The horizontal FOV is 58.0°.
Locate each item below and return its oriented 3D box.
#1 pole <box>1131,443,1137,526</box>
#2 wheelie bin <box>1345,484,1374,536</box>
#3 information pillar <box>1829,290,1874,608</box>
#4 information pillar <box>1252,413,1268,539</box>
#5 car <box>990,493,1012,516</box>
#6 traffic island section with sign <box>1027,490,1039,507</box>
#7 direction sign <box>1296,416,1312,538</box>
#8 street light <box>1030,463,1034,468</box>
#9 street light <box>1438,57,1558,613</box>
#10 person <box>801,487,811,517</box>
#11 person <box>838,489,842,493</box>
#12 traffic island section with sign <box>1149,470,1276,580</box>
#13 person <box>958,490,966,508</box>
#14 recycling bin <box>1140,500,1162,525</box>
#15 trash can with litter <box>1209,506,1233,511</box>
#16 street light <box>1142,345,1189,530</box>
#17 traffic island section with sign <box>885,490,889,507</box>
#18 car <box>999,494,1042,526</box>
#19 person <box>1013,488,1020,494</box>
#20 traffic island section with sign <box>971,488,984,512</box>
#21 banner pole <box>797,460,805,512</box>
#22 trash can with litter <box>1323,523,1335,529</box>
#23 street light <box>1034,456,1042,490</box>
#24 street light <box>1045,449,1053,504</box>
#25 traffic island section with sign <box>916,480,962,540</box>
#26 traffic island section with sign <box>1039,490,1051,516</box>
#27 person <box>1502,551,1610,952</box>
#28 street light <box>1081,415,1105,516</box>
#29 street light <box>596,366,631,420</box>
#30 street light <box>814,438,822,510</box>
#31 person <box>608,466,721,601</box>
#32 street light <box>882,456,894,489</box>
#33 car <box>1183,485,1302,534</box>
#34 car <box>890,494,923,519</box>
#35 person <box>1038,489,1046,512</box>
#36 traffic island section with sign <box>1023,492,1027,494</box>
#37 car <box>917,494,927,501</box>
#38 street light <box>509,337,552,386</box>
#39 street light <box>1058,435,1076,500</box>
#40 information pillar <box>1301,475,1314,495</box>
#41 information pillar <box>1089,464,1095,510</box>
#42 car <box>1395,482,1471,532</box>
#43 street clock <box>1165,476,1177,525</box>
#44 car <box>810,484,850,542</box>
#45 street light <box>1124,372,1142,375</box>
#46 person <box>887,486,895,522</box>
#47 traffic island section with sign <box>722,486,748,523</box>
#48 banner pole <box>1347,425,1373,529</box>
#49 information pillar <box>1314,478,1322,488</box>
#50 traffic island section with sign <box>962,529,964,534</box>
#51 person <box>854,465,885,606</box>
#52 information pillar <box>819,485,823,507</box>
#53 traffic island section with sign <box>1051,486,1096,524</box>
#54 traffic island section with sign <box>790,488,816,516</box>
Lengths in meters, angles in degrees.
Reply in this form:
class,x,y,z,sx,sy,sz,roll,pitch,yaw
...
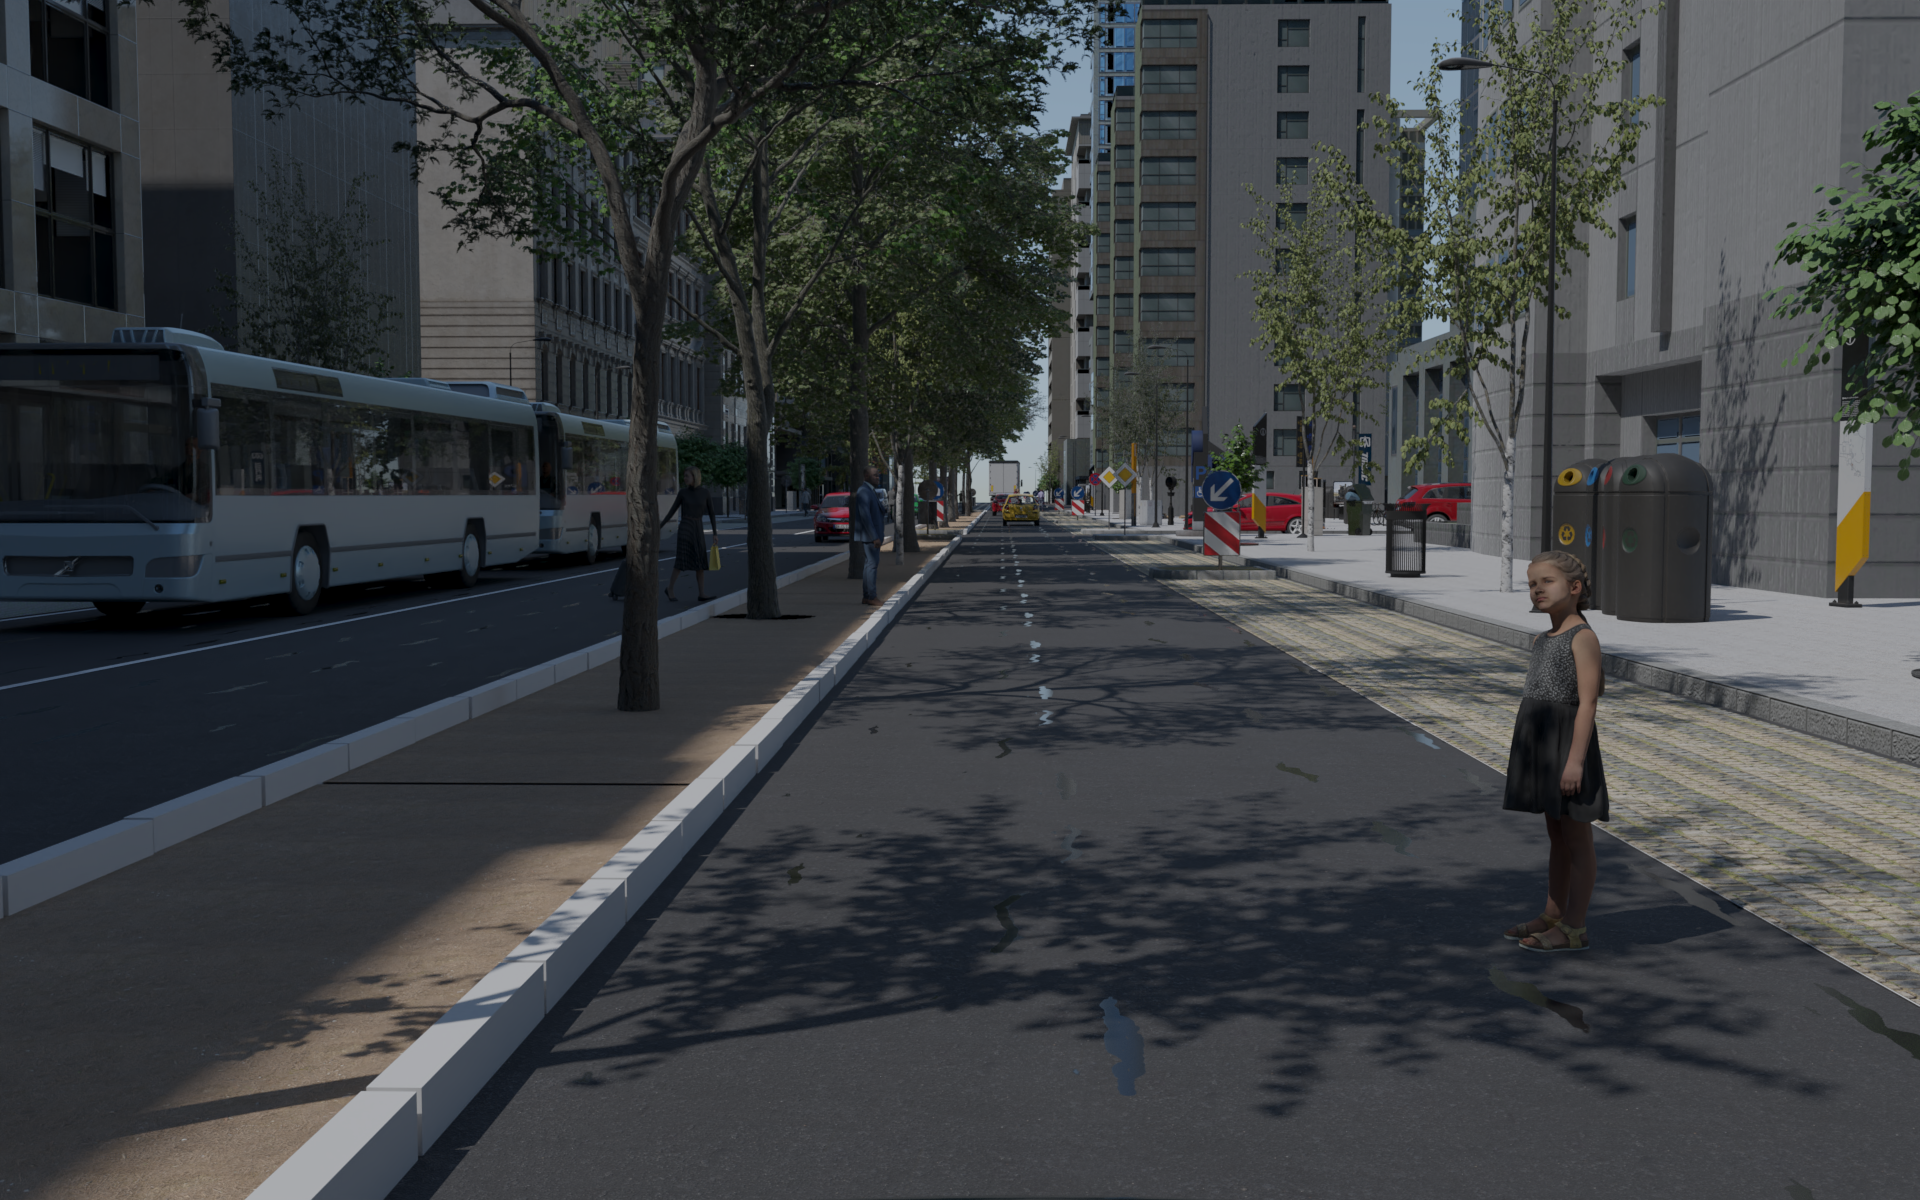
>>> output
class,x,y,z,sx,sy,sz,roll,pitch,yaw
pole,6.979,-4.624,69.449,0.158,3.312,0.155,0,3,0
wheelie bin,12.314,-2.789,53.516,0.980,1.594,0.693,-3,5,-42
information pillar,10.067,-1.720,19.484,0.183,3.616,0.504,0,4,-6
information pillar,8.612,-3.572,49.761,0.504,3.616,0.183,-2,4,-34
car,3.061,-6.474,114.895,2.155,1.783,4.494,0,4,3
traffic island section with sign,7.455,-9.352,161.529,1.989,1.847,2.006,0,4,1
direction sign,10.041,-3.583,50.573,0.379,3.537,0.876,3,5,41
street light,11.729,-17.634,260.848,1.470,5.913,1.316,0,4,1
street light,5.792,-2.817,18.593,1.470,5.913,1.316,0,4,1
person,-9.512,-6.054,107.324,0.795,1.843,0.661,3,5,42
person,-7.425,-5.914,105.557,0.716,1.782,0.532,-1,4,-22
traffic island section with sign,4.275,-1.288,29.682,1.989,1.847,2.006,0,4,1
person,0.119,-10.442,179.328,1.348,1.812,0.705,-1,4,-20
recycling bin,7.877,-3.600,71.414,0.722,1.027,0.722,-1,4,-17
trash can with litter,7.252,-2.261,48.352,0.624,1.170,1.055,0,4,-4
street light,6.566,-4.995,54.212,1.470,5.913,1.316,0,4,1
traffic island section with sign,-8.080,-11.077,189.737,1.989,1.847,2.006,0,4,1
car,2.794,-4.245,79.623,2.015,1.641,3.980,0,4,1
person,3.943,-6.812,119.843,0.580,1.828,0.573,2,4,25
traffic island section with sign,0.938,-7.899,137.283,2.006,1.907,1.989,0,4,1
banner pole,-11.651,-8.396,127.295,0.401,3.779,0.863,3,4,37
trash can with litter,12.508,-3.203,63.429,2.233,1.210,1.678,2,4,23
street light,10.715,-15.417,224.611,1.470,5.913,1.316,0,4,1
street light,9.600,-12.535,177.491,1.470,5.913,1.316,0,4,1
traffic island section with sign,-1.056,-2.852,54.762,2.006,1.907,1.989,0,4,1
traffic island section with sign,6.250,-6.289,111.445,1.989,1.847,2.006,0,4,1
person,1.874,0.471,5.464,0.373,1.253,0.362,0,4,-7
street light,7.822,-7.905,101.791,1.470,5.913,1.316,0,4,1
street light,-12.624,-5.530,62.957,1.470,5.913,1.316,0,4,1
street light,-10.737,-10.209,139.458,1.470,5.913,1.316,0,4,1
person,-3.926,-0.892,23.303,1.509,1.804,0.699,2,4,26
street light,-8.943,-14.622,211.618,1.470,5.913,1.316,0,4,1
car,9.674,-2.977,57.711,4.494,1.783,2.155,0,4,2
car,-3.074,-5.546,99.475,1.959,1.807,4.718,0,3,0
person,6.723,-8.154,141.686,0.709,1.838,0.599,2,4,31
traffic island section with sign,8.134,-11.052,189.330,1.989,1.847,2.006,0,4,1
car,-4.259,-11.166,194.365,2.131,1.459,4.920,0,4,1
street light,-12.797,-4.830,51.505,1.470,5.913,1.316,0,4,1
street light,8.723,-10.341,141.621,1.470,5.913,1.316,0,4,1
information pillar,13.639,-3.898,68.230,0.304,2.012,0.304,-1,4,-15
information pillar,10.370,-8.863,136.269,0.504,3.616,0.183,-2,4,-29
car,17.014,-2.966,57.174,5.304,1.827,2.281,0,4,1
street clock,8.674,-4.076,71.214,0.358,2.002,0.471,-3,4,-37
car,-3.460,-2.684,52.931,2.155,1.783,4.494,0,4,-1
street light,6.954,-5.721,66.071,1.470,5.913,1.316,0,4,1
person,-3.426,-4.867,87.880,0.655,1.846,0.447,2,4,26
traffic island section with sign,-10.603,-4.699,85.456,1.989,1.847,2.006,0,4,1
banner pole,14.556,-4.464,63.001,0.863,3.779,0.401,1,4,20
information pillar,16.474,-4.615,79.942,0.304,2.012,0.304,-2,4,-32
traffic island section with sign,-0.868,-3.305,62.167,2.006,1.907,1.989,0,4,1
person,-1.152,-0.832,22.292,0.419,1.800,0.721,0,4,-5
information pillar,-10.951,-8.085,136.681,0.304,2.012,0.304,0,4,1
traffic island section with sign,5.607,-4.640,84.498,1.989,1.847,2.006,0,4,1
traffic island section with sign,-9.957,-6.347,112.403,1.989,1.847,2.006,0,4,1
